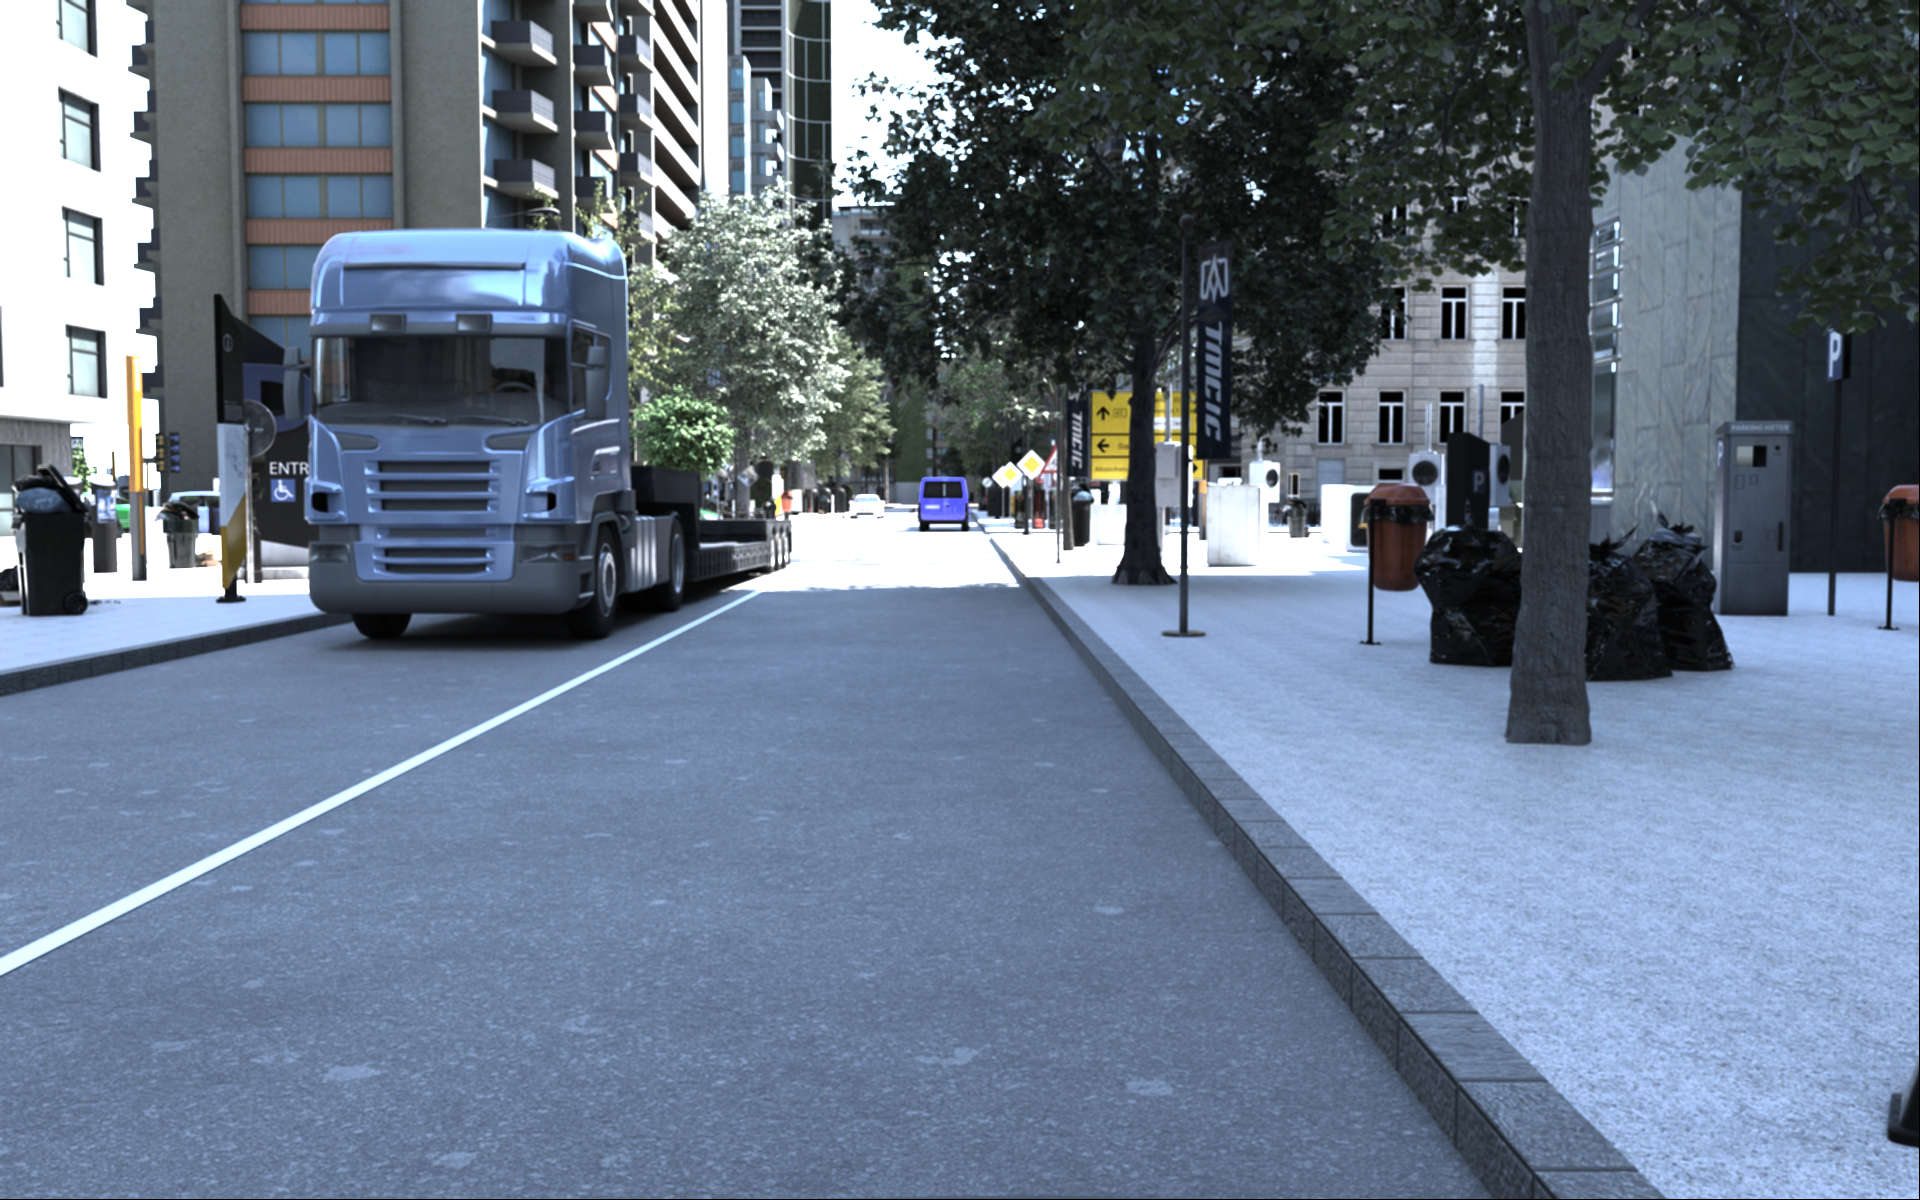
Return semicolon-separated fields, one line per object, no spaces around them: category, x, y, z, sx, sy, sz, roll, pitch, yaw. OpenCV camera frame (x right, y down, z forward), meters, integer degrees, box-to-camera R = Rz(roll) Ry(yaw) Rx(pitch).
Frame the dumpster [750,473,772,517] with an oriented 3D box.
dumpster;-9.066;-4.698;79.305;1.502;2.255;1.985;0;4;0

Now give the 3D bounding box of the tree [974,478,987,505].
tree;2.453;-12.857;204.809;1.663;3.219;1.824;0;3;0

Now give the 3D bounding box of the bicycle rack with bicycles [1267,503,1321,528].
bicycle rack with bicycles;13.189;-3.298;67.308;2.852;0.926;2.925;2;4;35

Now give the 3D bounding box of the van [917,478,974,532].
van;-0.583;-3.855;67.409;2.240;2.365;5.245;0;4;1

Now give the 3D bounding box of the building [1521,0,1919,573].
building;23.731;-43.298;20.591;22.319;86.520;31.000;0;4;0

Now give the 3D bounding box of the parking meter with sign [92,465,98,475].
parking meter with sign;-53.206;-6.649;104.976;1.738;3.016;0.543;0;4;1

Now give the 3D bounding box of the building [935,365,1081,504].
building;11.110;-24.450;244.796;28.899;21.520;27.650;0;4;0

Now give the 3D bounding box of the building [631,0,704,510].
building;-29.897;-30.255;118.378;21.300;48.544;21.600;0;4;0

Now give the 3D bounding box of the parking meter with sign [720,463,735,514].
parking meter with sign;-13.292;-6.451;101.729;0.543;3.016;1.738;3;5;43

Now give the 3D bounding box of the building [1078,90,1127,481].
building;23.669;-32.538;186.625;22.147;44.769;28.867;0;4;0

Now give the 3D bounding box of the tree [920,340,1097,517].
tree;2.997;-11.311;95.301;12.009;13.543;11.850;0;3;0

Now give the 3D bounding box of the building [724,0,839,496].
building;-27.723;-49.055;240.293;20.611;71.187;20.563;0;4;0

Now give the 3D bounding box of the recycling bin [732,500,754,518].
recycling bin;-9.036;-3.651;72.251;0.722;1.027;0.722;-2;4;-31

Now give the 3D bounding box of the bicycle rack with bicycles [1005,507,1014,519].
bicycle rack with bicycles;3.633;-4.731;90.733;2.852;0.926;2.925;-2;4;-34

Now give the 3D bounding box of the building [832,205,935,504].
building;-10.366;-33.885;237.618;14.086;41.232;14.154;0;4;0

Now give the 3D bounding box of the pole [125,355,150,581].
pole;-12.134;-1.937;25.516;0.158;3.312;0.155;0;3;0

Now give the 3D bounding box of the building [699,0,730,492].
building;-26.979;-30.157;143.171;14.600;45.320;14.200;0;4;0

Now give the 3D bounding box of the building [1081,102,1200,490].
building;23.339;-51.542;155.381;22.319;86.520;31.000;0;4;0

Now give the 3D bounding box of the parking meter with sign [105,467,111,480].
parking meter with sign;-55.675;-7.138;112.966;0.543;3.016;1.738;-3;5;-44

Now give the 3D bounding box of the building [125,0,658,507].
building;-27.324;-26.343;85.328;22.147;44.769;28.867;0;4;0

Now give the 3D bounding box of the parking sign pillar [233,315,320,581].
parking sign pillar;-10.272;-2.308;26.206;1.447;3.967;1.447;-2;4;-23

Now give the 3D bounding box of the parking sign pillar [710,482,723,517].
parking sign pillar;-13.122;-6.387;92.907;1.447;3.967;1.447;-1;4;-10

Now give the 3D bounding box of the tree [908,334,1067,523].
tree;2.656;-9.250;76.994;9.928;11.665;9.643;0;3;0

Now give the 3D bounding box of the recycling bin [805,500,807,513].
recycling bin;-11.088;-6.687;121.881;0.722;1.027;0.722;-3;4;-37

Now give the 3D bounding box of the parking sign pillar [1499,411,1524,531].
parking sign pillar;14.854;-3.484;45.438;1.447;3.967;1.447;1;4;11

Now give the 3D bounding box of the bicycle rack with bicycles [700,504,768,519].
bicycle rack with bicycles;-8.529;-3.155;64.958;2.925;0.926;2.852;-1;4;-12

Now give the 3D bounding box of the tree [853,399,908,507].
tree;-8.441;-15.365;176.966;9.928;11.665;9.643;0;3;0

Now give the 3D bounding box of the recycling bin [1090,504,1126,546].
recycling bin;3.657;-1.851;42.814;0.722;1.027;0.722;-1;4;-13

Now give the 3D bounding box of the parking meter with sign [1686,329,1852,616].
parking meter with sign;8.398;-1.352;18.374;1.738;3.016;0.543;1;4;11

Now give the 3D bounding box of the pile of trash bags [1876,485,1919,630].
pile of trash bags;9.411;-0.327;15.105;1.912;1.369;3.447;-1;4;-15

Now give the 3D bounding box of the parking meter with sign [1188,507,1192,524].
parking meter with sign;9.628;-4.750;73.921;0.543;3.016;1.738;0;4;1

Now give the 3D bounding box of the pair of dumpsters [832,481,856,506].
pair of dumpsters;-8.518;-7.591;126.602;1.574;2.255;4.437;0;3;0

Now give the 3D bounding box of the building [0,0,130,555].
building;-26.102;-16.123;35.320;14.107;30.474;14.160;0;4;0

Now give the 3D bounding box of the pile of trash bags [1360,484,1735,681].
pile of trash bags;4.330;-0.236;13.618;1.912;1.369;3.447;-2;4;-26

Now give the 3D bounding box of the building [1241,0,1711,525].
building;25.646;-17.123;77.231;25.104;27.353;12.463;0;4;0

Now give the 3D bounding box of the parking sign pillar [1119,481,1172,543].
parking sign pillar;4.870;-3.491;45.549;1.447;3.967;1.447;-1;4;-17

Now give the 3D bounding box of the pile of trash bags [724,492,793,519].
pile of trash bags;-9.606;-4.416;81.960;3.447;1.369;1.912;0;4;4

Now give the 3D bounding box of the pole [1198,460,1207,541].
pole;6.676;-3.290;47.638;0.158;3.312;0.155;0;3;0

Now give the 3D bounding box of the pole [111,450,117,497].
pole;-39.496;-5.323;80.866;0.158;3.312;0.155;0;3;0

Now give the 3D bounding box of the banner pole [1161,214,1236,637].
banner pole;2.151;-1.554;15.418;0.401;3.779;0.863;-2;4;-32

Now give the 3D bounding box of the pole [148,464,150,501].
pole;-47.787;-6.608;101.889;0.158;3.312;0.155;0;3;0

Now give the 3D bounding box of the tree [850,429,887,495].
tree;-8.487;-13.380;169.119;4.360;8.622;3.978;0;3;0

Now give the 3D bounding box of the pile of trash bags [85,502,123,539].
pile of trash bags;-25.693;-2.401;49.004;3.447;1.369;1.912;-3;5;-43

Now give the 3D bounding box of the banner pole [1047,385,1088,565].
banner pole;2.005;-2.546;31.643;0.863;3.779;0.401;-2;4;-27

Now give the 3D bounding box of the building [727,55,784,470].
building;-34.973;-34.856;189.512;30.456;49.044;23.786;0;4;0

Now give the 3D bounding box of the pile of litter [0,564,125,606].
pile of litter;-10.769;-0.381;20.195;1.719;0.858;1.176;1;4;9

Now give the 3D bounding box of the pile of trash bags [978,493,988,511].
pile of trash bags;2.221;-7.405;130.816;1.912;1.369;3.447;0;4;5

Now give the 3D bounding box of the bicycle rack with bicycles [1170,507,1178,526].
bicycle rack with bicycles;7.280;-3.461;69.973;2.925;0.926;2.852;-1;4;-14

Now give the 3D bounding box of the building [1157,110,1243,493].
building;21.588;-20.636;113.815;17.030;29.872;44.131;0;4;0

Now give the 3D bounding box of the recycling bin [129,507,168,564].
recycling bin;-15.033;-1.213;32.391;0.722;1.027;0.722;3;5;45

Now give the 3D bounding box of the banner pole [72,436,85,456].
banner pole;-33.292;-4.591;65.081;0.863;3.779;0.401;-1;4;-22
